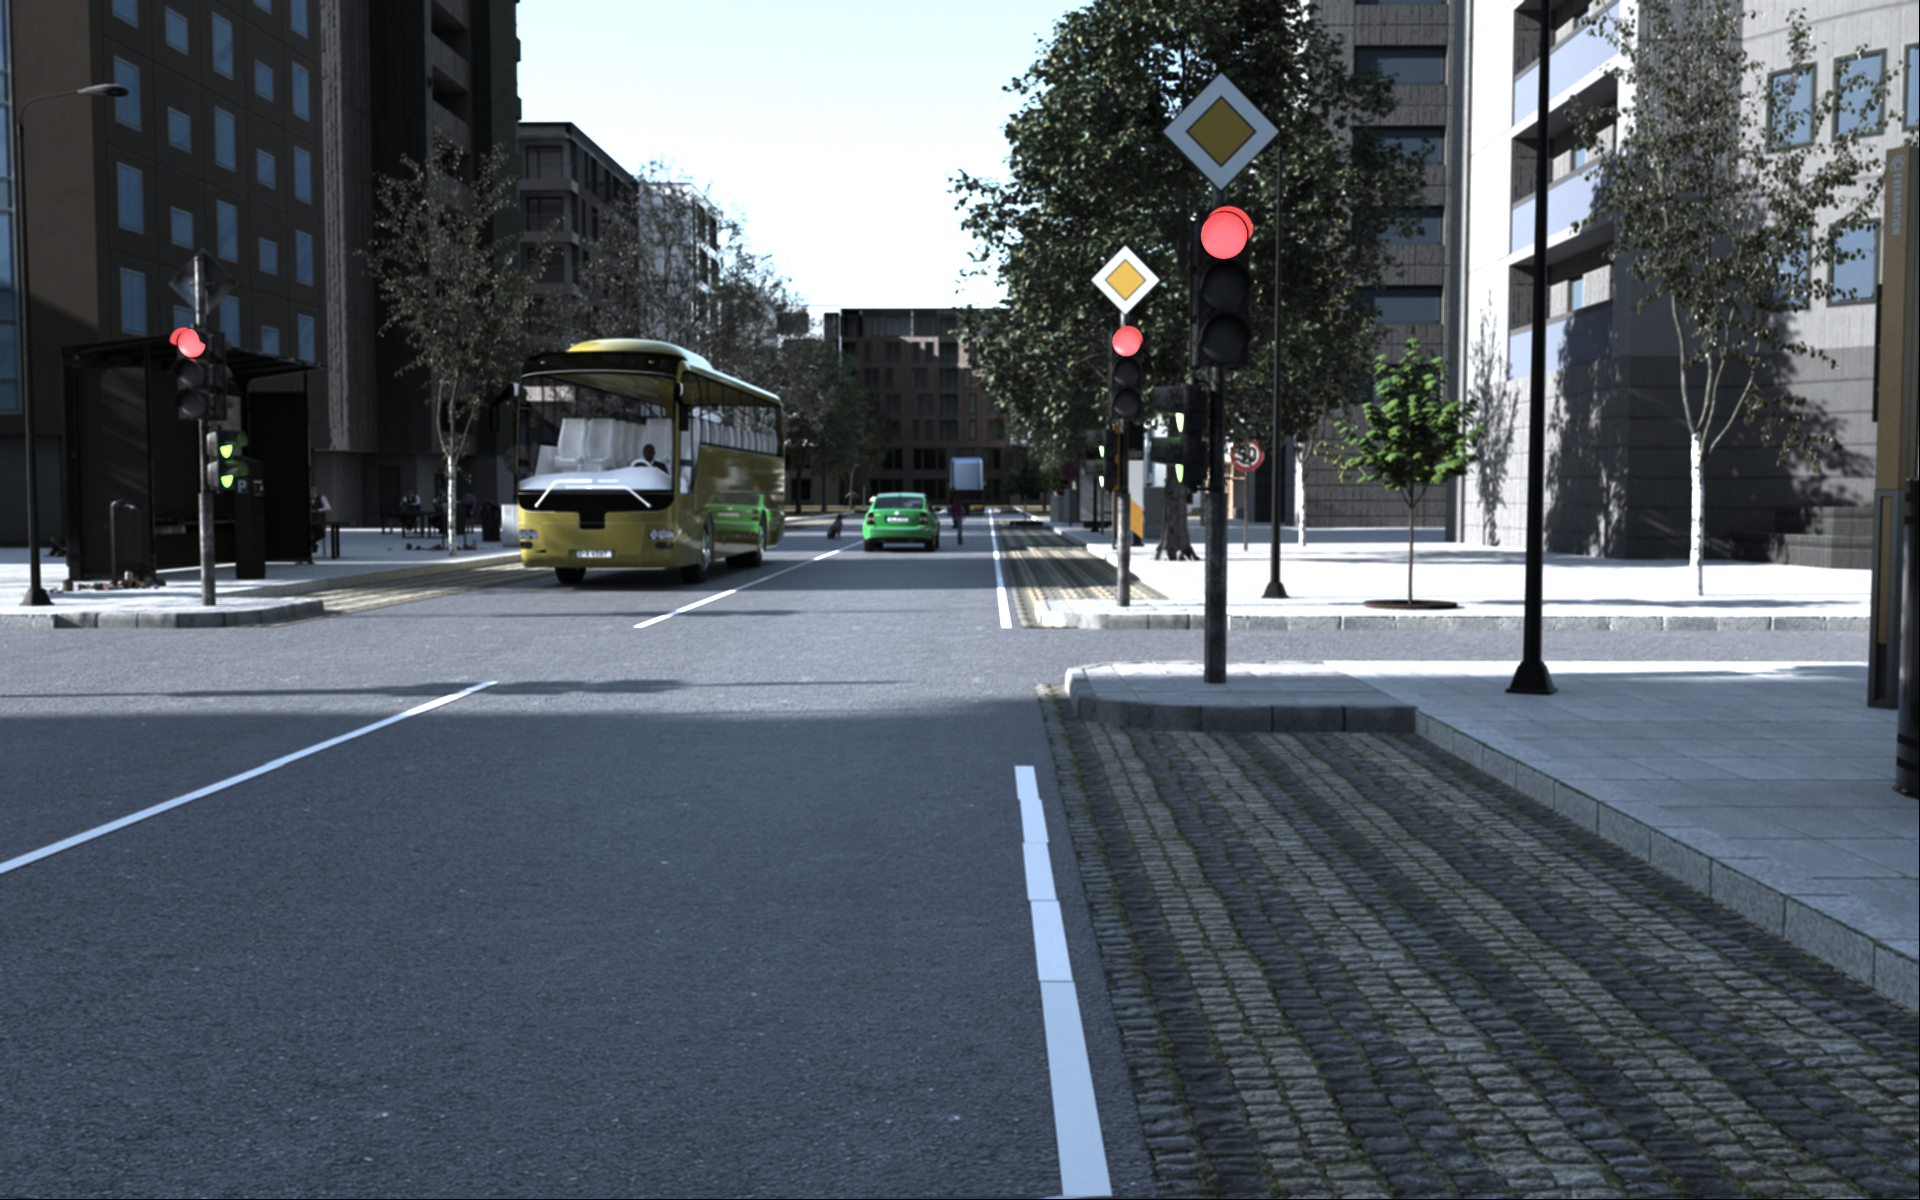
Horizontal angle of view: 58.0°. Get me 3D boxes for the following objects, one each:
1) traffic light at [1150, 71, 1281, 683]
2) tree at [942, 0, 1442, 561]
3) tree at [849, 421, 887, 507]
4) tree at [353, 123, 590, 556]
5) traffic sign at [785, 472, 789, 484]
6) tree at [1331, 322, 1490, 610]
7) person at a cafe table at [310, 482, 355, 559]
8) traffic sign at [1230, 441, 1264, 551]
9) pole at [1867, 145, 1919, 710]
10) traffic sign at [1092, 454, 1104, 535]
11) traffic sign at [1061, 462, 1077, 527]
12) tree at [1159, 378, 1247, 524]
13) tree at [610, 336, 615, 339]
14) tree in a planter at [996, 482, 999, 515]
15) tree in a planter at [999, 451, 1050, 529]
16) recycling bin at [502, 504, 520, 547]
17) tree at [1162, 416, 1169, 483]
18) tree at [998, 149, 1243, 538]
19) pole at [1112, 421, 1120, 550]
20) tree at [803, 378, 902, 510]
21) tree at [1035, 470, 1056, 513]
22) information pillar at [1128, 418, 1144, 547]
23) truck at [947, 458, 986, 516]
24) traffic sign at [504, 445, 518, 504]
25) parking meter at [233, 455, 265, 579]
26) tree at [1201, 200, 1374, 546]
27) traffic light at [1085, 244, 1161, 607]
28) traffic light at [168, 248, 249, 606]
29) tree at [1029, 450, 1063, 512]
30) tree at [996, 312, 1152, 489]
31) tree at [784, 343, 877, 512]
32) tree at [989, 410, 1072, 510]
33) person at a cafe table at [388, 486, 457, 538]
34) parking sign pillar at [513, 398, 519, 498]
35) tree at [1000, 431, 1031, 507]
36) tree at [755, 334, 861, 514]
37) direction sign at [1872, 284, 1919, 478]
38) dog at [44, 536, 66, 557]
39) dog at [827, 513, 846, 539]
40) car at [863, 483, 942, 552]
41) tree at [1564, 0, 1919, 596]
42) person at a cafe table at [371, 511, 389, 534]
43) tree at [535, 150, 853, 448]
[{"bbox_3d":[1.720,-1.392,11.688,0.839,4.253,0.868,0,4,1],"label":"traffic light"},{"bbox_3d":[4.211,-7.111,33.266,9.611,12.733,9.660,0,3,0],"label":"tree"},{"bbox_3d":[-8.959,-13.165,165.604,4.737,8.622,4.395,0,3,0],"label":"tree"},{"bbox_3d":[-10.249,-5.211,35.555,4.360,8.622,3.978,0,3,0],"label":"tree"},{"bbox_3d":[-9.653,-5.741,93.976,0.768,2.556,0.104,0,4,5],"label":"traffic sign"},{"bbox_3d":[4.990,-1.527,19.576,1.663,3.219,1.824,0,3,0],"label":"tree"},{"bbox_3d":[-13.004,-1.597,34.630,1.698,1.524,1.622,-1,4,-13],"label":"person at a cafe table"},{"bbox_3d":[6.475,-2.389,39.160,0.768,2.556,0.104,0,4,5],"label":"traffic sign"},{"bbox_3d":[5.575,-1.007,10.307,0.158,3.312,0.155,0,3,0],"label":"pole"},{"bbox_3d":[4.500,-3.337,54.662,0.768,2.556,0.104,0,4,5],"label":"traffic sign"},{"bbox_3d":[4.327,-4.144,67.859,0.768,2.556,0.104,0,4,5],"label":"traffic sign"},{"bbox_3d":[10.281,-7.553,73.853,4.360,8.622,3.978,0,3,0],"label":"tree"},{"bbox_3d":[-15.719,-7.671,75.789,4.360,8.622,3.978,0,3,0],"label":"tree"},{"bbox_3d":[3.513,-7.626,121.913,1.991,3.239,1.994,0,4,1],"label":"tree in a planter"},{"bbox_3d":[2.705,-4.548,71.588,1.991,3.239,1.994,0,4,1],"label":"tree in a planter"},{"bbox_3d":[-10.611,-1.797,41.934,0.722,1.027,0.722,1,4,11],"label":"recycling bin"},{"bbox_3d":[9.644,-7.218,68.369,4.737,8.622,4.395,0,3,0],"label":"tree"},{"bbox_3d":[4.791,-8.059,49.895,7.486,12.596,7.792,0,3,0],"label":"tree"},{"bbox_3d":[3.614,-2.824,40.024,0.158,3.312,0.155,0,3,0],"label":"pole"},{"bbox_3d":[-8.872,-12.544,139.499,8.767,10.594,7.601,0,4,0],"label":"tree"},{"bbox_3d":[5.782,-7.490,117.055,1.663,3.219,1.824,0,3,0],"label":"tree"},{"bbox_3d":[4.254,-3.115,42.289,0.504,3.616,0.183,0,4,2],"label":"information pillar"},{"bbox_3d":[0.432,-8.085,121.953,2.967,4.110,18.799,0,4,0],"label":"truck"},{"bbox_3d":[-11.363,-2.720,44.581,0.768,2.556,0.104,0,4,3],"label":"traffic sign"},{"bbox_3d":[-10.720,-1.250,26.144,0.399,1.863,0.255,1,4,22],"label":"parking meter"},{"bbox_3d":[8.370,-5.624,42.322,4.737,8.622,4.395,0,3,0],"label":"tree"},{"bbox_3d":[1.847,-1.881,19.672,0.839,4.253,0.868,0,4,1],"label":"traffic light"},{"bbox_3d":[-8.633,-1.890,19.822,0.839,4.253,0.868,0,4,1],"label":"traffic light"},{"bbox_3d":[6.350,-8.779,127.249,4.285,4.588,4.351,0,3,0],"label":"tree"},{"bbox_3d":[5.826,-10.901,84.883,9.857,13.997,8.962,0,3,0],"label":"tree"},{"bbox_3d":[-10.037,-12.789,127.220,7.486,12.596,7.792,0,3,0],"label":"tree"},{"bbox_3d":[6.576,-12.607,140.532,7.601,10.594,8.767,2,4,31],"label":"tree"},{"bbox_3d":[-15.504,-2.598,50.988,1.698,1.524,1.622,2,4,28],"label":"person at a cafe table"},{"bbox_3d":[-11.799,-3.665,48.400,1.447,3.967,1.447,-1,4,-13],"label":"parking sign pillar"},{"bbox_3d":[6.004,-13.156,165.458,4.360,8.622,3.978,0,3,0],"label":"tree"},{"bbox_3d":[-10.151,-11.289,110.335,9.928,11.665,9.643,0,3,0],"label":"tree"},{"bbox_3d":[10.319,-1.634,18.718,0.876,3.537,0.379,0,4,8],"label":"direction sign"},{"bbox_3d":[-18.501,-1.081,35.414,0.550,0.427,0.748,-1,4,-18],"label":"dog"},{"bbox_3d":[-4.027,-2.363,55.472,0.513,0.831,0.800,-2,4,-29],"label":"dog"},{"bbox_3d":[-1.468,-2.186,44.532,1.959,1.807,4.718,0,4,2],"label":"car"},{"bbox_3d":[9.287,-4.341,21.332,4.360,8.622,3.978,0,3,0],"label":"tree"},{"bbox_3d":[-17.794,-2.883,55.659,1.698,1.524,1.622,0,4,1],"label":"person at a cafe table"},{"bbox_3d":[-10.395,-9.330,62.912,12.009,13.543,11.850,0,3,0],"label":"tree"}]
